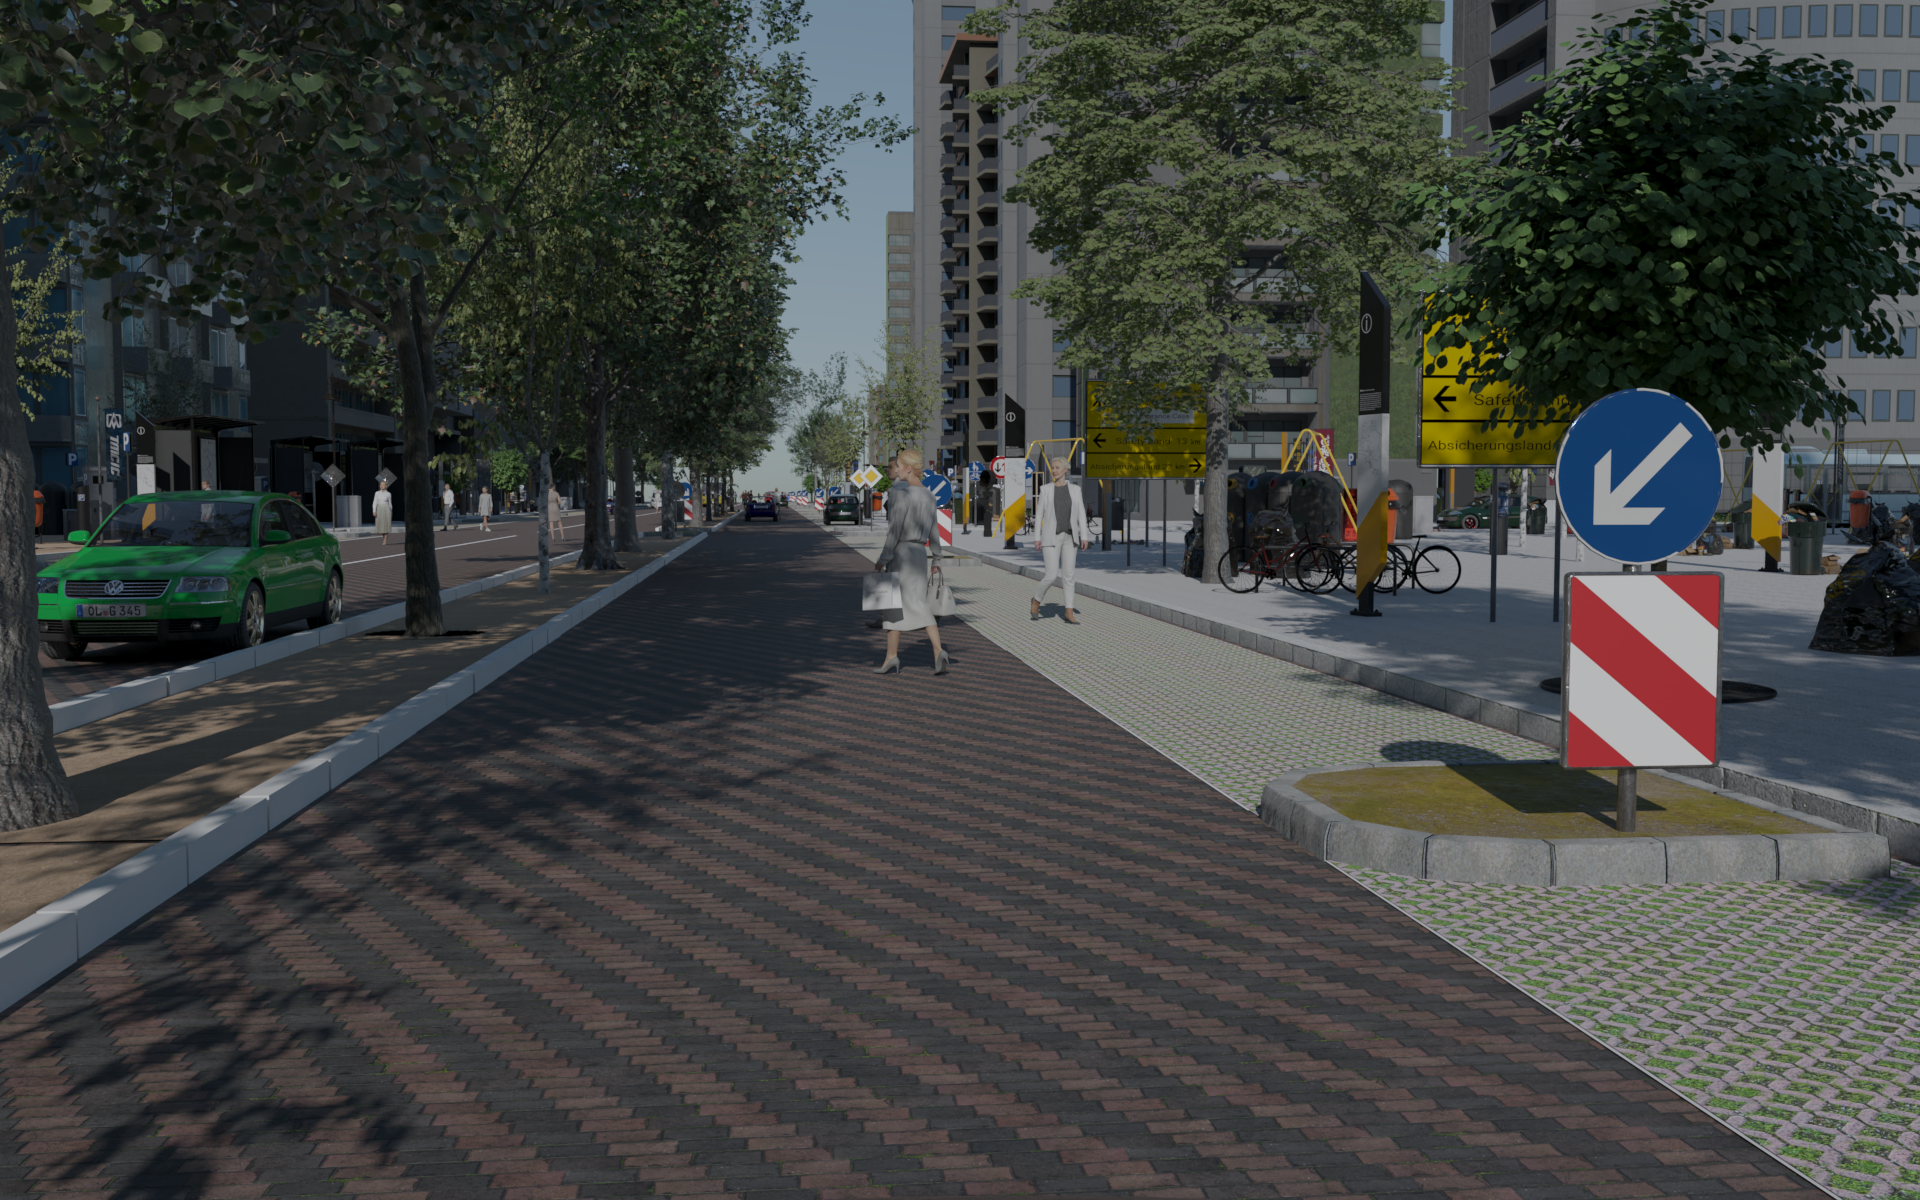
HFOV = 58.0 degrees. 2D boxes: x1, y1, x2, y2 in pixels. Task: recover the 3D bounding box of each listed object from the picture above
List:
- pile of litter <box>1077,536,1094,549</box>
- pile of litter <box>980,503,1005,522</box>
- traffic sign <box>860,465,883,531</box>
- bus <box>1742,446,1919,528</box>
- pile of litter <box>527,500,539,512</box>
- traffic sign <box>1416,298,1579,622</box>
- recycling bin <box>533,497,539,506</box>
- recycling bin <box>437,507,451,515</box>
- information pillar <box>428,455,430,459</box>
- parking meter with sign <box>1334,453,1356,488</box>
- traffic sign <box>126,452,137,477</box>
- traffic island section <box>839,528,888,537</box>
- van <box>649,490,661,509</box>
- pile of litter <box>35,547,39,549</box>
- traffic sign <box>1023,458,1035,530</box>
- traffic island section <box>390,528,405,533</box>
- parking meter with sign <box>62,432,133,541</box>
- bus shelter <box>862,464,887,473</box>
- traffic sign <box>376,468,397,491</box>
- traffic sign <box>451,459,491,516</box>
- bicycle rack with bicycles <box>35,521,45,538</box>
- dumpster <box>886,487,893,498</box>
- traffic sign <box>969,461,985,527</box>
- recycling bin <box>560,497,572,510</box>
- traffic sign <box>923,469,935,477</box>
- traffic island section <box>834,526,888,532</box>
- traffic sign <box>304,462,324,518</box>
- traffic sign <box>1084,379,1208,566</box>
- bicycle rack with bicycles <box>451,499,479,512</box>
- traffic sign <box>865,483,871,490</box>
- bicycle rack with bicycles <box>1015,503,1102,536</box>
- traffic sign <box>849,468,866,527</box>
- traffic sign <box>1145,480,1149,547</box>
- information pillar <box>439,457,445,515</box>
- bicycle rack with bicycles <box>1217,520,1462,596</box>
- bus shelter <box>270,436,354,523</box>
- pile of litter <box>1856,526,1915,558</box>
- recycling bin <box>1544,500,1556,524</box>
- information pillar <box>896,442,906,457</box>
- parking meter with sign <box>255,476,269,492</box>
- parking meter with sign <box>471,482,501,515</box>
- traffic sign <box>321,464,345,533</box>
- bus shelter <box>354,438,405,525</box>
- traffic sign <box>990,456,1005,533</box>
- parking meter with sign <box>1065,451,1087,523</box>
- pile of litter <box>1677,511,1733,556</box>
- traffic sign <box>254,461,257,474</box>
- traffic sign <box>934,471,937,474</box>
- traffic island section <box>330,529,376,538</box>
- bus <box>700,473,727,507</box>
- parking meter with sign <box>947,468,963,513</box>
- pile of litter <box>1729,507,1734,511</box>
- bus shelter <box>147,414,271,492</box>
[{"bbox_3d":[2.661,-1.659,41.098,1.176,0.858,1.719,2,4,30],"label":"pile of litter"},{"bbox_3d":[1.415,-4.092,80.862,1.719,0.858,1.176,0,4,4],"label":"pile of litter"},{"bbox_3d":[-3.037,-3.407,59.344,0.795,2.450,0.064,0,4,-6],"label":"traffic sign"},{"bbox_3d":[37.758,-4.483,68.150,13.247,3.499,2.948,0,4,-6],"label":"bus"},{"bbox_3d":[-30.651,-6.707,123.626,1.719,0.858,1.176,-1,4,-11],"label":"pile of litter"},{"bbox_3d":[5.665,-1.431,17.272,2.265,3.308,0.079,0,4,-2],"label":"traffic sign"},{"bbox_3d":[-33.420,-7.637,137.425,0.722,1.027,0.722,-3,5,-42],"label":"recycling bin"},{"bbox_3d":[-31.730,-5.748,106.535,0.722,1.027,0.722,-2,4,-29],"label":"recycling bin"},{"bbox_3d":[-29.814,-6.473,97.193,0.183,3.616,0.504,-2,4,-26],"label":"information pillar"},{"bbox_3d":[15.767,-4.693,72.985,1.738,3.016,0.543,-1,4,-17],"label":"parking meter with sign"},{"bbox_3d":[-24.526,-3.159,51.754,0.768,2.556,0.104,0,4,-1],"label":"traffic sign"},{"bbox_3d":[-3.015,-2.272,59.424,2.009,0.180,2.903,0,4,-6],"label":"traffic island section"},{"bbox_3d":[-30.102,-10.176,173.392,2.013,2.044,4.112,-1,4,-8],"label":"van"},{"bbox_3d":[-22.111,-1.579,39.774,1.719,0.858,1.176,-2,4,-33],"label":"pile of litter"},{"bbox_3d":[2.265,-3.724,60.991,0.768,2.556,0.104,0,4,-2],"label":"traffic sign"},{"bbox_3d":[-21.669,-2.639,65.428,2.009,0.180,2.903,0,4,-6],"label":"traffic island section"},{"bbox_3d":[-23.992,-3.176,48.184,0.543,3.016,1.738,3,5,44],"label":"parking meter with sign"},{"bbox_3d":[-6.694,-8.913,137.012,1.731,3.624,6.357,0,4,-6],"label":"bus shelter"},{"bbox_3d":[-21.647,-3.775,65.369,0.795,2.450,0.064,0,4,-6],"label":"traffic sign"},{"bbox_3d":[-28.519,-6.550,100.971,2.265,3.308,0.079,0,4,-4],"label":"traffic sign"},{"bbox_3d":[-28.156,-2.216,49.617,2.925,0.926,2.852,-1,4,-10],"label":"bicycle rack with bicycles"},{"bbox_3d":[-3.942,-6.296,108.693,1.264,1.857,1.865,0,4,-6],"label":"dumpster"},{"bbox_3d":[0.605,-4.119,67.450,0.768,2.556,0.104,0,4,3],"label":"traffic sign"},{"bbox_3d":[-31.643,-7.740,139.096,0.722,1.027,0.722,-3,5,-45],"label":"recycling bin"},{"bbox_3d":[-1.644,-5.451,89.232,0.768,2.556,0.104,0,4,1],"label":"traffic sign"},{"bbox_3d":[-3.883,-2.757,67.362,2.009,0.180,2.903,0,4,-6],"label":"traffic island section"},{"bbox_3d":[-25.703,-4.209,68.921,0.768,2.556,0.104,0,4,-1],"label":"traffic sign"},{"bbox_3d":[3.317,-2.251,30.670,2.265,3.308,0.079,0,4,-4],"label":"traffic sign"},{"bbox_3d":[-35.697,-6.734,123.478,2.925,0.926,2.852,-2,4,-25],"label":"bicycle rack with bicycles"},{"bbox_3d":[-5.292,-6.231,101.976,0.768,2.556,0.104,0,4,-3],"label":"traffic sign"},{"bbox_3d":[3.135,-2.503,54.310,2.925,0.926,2.852,0,4,7],"label":"bicycle rack with bicycles"},{"bbox_3d":[-3.906,-3.892,67.282,0.795,2.450,0.064,0,4,-6],"label":"traffic sign"},{"bbox_3d":[4.526,-2.553,41.844,0.768,2.556,0.104,0,4,3],"label":"traffic sign"},{"bbox_3d":[-31.273,-6.919,104.484,0.504,3.616,0.183,3,5,41],"label":"information pillar"},{"bbox_3d":[5.094,-0.574,22.767,2.925,0.926,2.852,1,4,23],"label":"bicycle rack with bicycles"},{"bbox_3d":[-27.257,-4.983,72.762,1.731,3.624,6.357,0,4,-6],"label":"bus shelter"},{"bbox_3d":[18.821,-1.295,35.145,1.176,0.858,1.719,3,5,43],"label":"pile of litter"},{"bbox_3d":[25.203,-3.751,73.890,0.722,1.027,0.722,1,4,9],"label":"recycling bin"},{"bbox_3d":[-2.621,-5.289,77.824,0.504,3.616,0.183,2,4,26],"label":"information pillar"},{"bbox_3d":[-30.164,-4.789,74.561,1.738,3.016,0.543,1,4,22],"label":"parking meter with sign"},{"bbox_3d":[-28.940,-6.689,105.632,1.738,3.016,0.543,0,3,0],"label":"parking meter with sign"},{"bbox_3d":[-20.778,-3.290,57.431,0.795,2.450,0.064,0,4,-6],"label":"traffic sign"},{"bbox_3d":[-25.302,-5.174,75.877,1.731,3.624,6.357,0,4,-6],"label":"bus shelter"},{"bbox_3d":[1.372,-3.524,57.726,0.768,2.556,0.104,0,4,-3],"label":"traffic sign"},{"bbox_3d":[4.546,-4.521,70.178,1.738,3.016,0.543,-3,5,-44],"label":"parking meter with sign"},{"bbox_3d":[15.429,-1.376,36.464,1.719,0.858,1.176,-2,4,-34],"label":"pile of litter"},{"bbox_3d":[-23.621,-3.494,57.240,0.768,2.556,0.104,0,4,2],"label":"traffic sign"},{"bbox_3d":[-1.489,-5.829,95.411,0.768,2.556,0.104,0,4,3],"label":"traffic sign"},{"bbox_3d":[-20.801,-2.153,57.490,2.009,0.180,2.903,0,4,-6],"label":"traffic island section"},{"bbox_3d":[-27.012,-12.125,189.797,2.896,3.916,12.252,0,4,-8],"label":"bus"},{"bbox_3d":[-0.138,-7.404,117.309,0.543,3.016,1.738,2,4,35],"label":"parking meter with sign"},{"bbox_3d":[26.000,-2.689,57.923,1.176,0.858,1.719,-3,5,-41],"label":"pile of litter"},{"bbox_3d":[-23.291,-3.820,53.736,1.731,3.624,6.357,0,4,-6],"label":"bus shelter"}]
